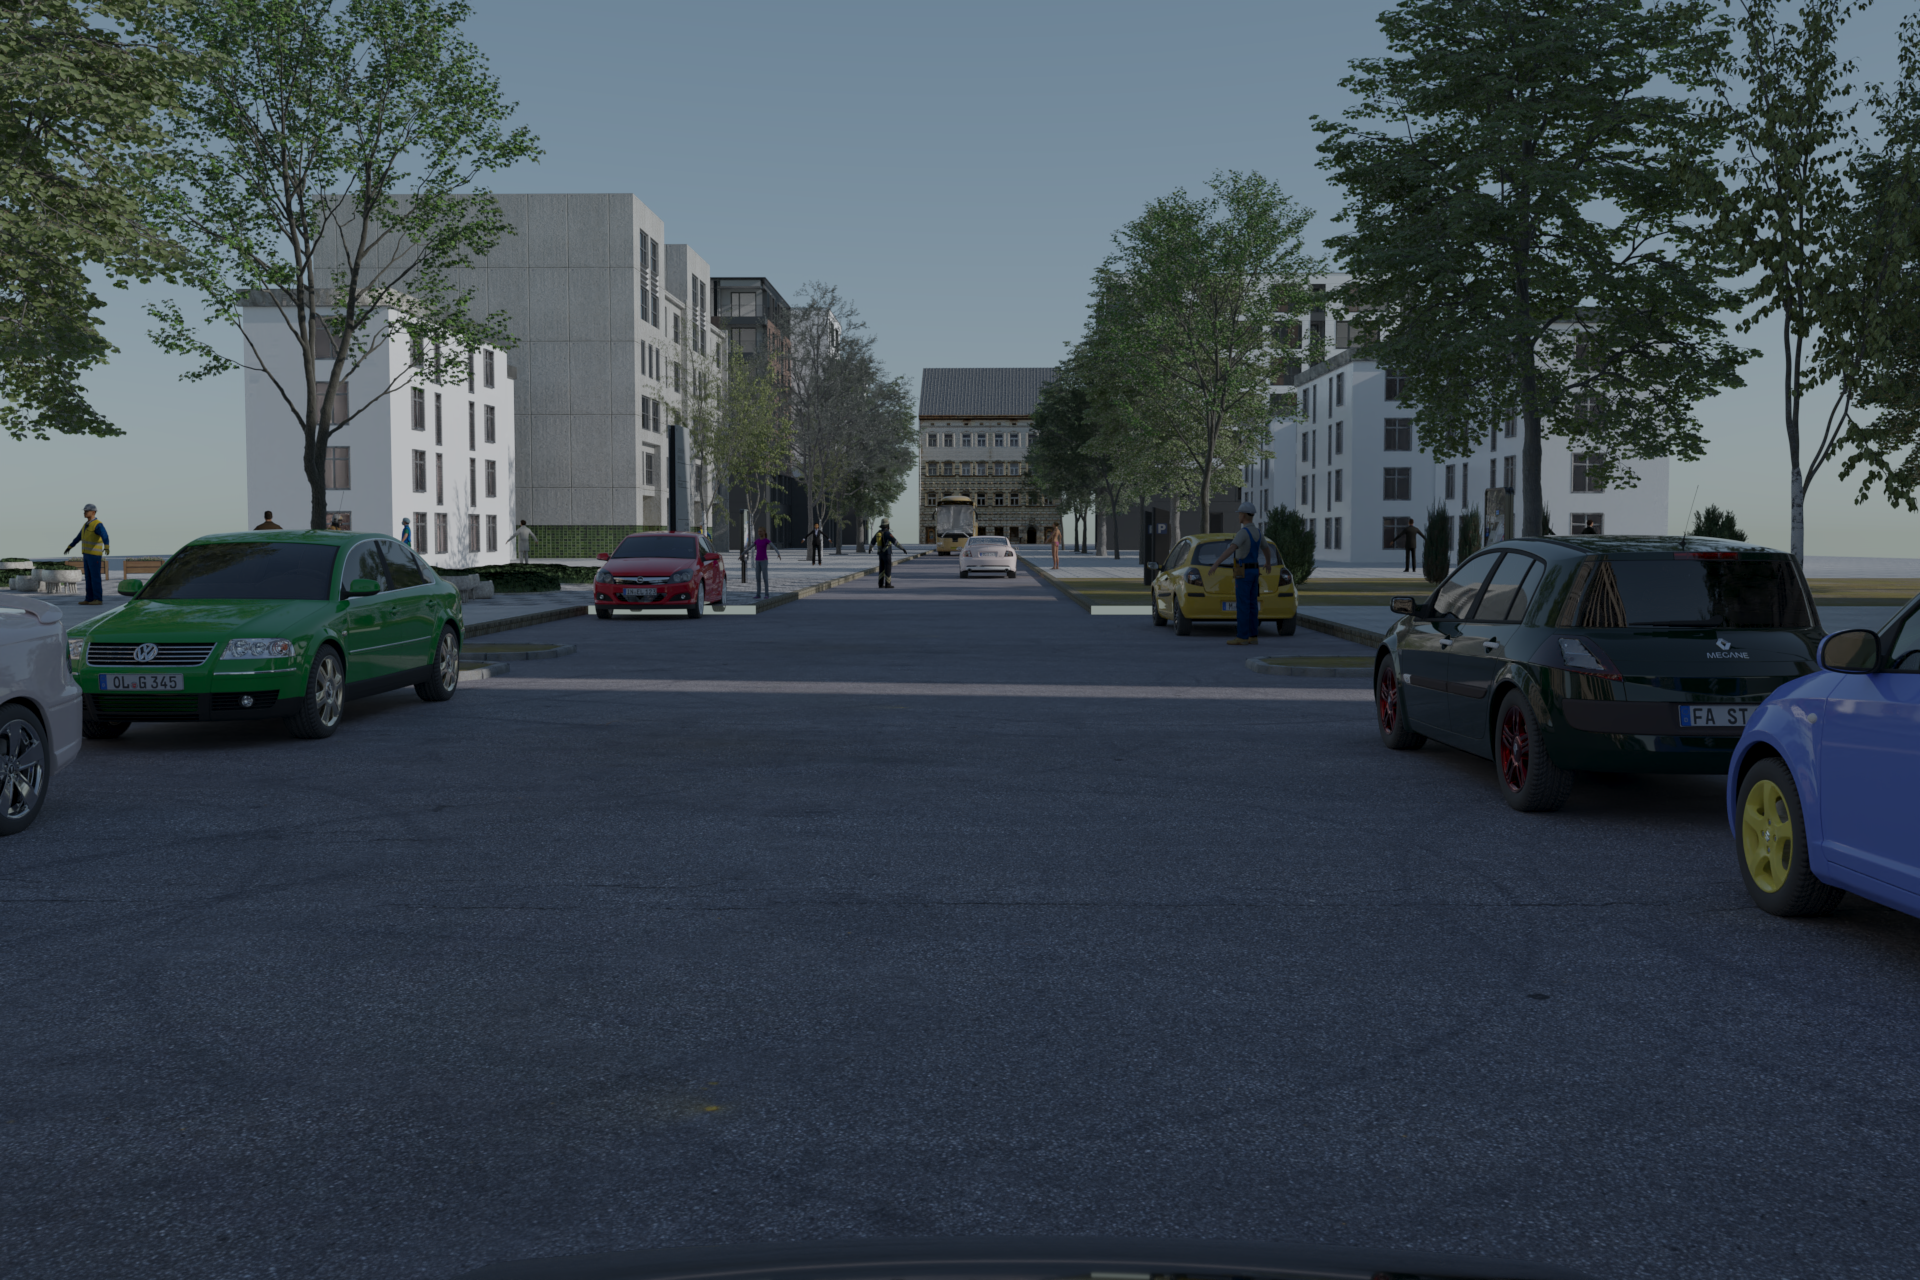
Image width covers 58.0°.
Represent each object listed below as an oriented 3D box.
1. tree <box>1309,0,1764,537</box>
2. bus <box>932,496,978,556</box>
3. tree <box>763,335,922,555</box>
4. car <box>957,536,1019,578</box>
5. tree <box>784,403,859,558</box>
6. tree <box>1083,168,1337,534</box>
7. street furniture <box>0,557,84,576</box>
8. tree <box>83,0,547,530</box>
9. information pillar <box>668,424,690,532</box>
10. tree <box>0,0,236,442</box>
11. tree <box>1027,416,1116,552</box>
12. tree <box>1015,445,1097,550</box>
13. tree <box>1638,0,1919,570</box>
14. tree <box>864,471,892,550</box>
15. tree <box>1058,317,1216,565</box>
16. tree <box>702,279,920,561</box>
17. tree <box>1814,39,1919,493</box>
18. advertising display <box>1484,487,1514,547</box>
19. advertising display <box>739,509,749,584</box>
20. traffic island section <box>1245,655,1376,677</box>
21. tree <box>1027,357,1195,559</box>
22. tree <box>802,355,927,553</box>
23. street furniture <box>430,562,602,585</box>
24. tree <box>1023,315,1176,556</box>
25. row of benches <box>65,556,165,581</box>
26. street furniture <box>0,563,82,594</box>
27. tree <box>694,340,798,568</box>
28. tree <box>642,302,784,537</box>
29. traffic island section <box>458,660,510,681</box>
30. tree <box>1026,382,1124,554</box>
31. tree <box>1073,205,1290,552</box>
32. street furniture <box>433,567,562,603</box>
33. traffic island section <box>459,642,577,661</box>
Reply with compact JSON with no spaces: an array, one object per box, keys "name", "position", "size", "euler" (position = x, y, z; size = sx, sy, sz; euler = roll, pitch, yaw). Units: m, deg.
[{"name":"tree","position":[9.519,-6.835,29.876],"size":[7.486,12.596,7.792],"euler":[0,3,0]},{"name":"bus","position":[-0.174,-7.574,115.386],"size":[2.896,3.916,12.252],"euler":[0,4,1]},{"name":"tree","position":[-7.467,-12.008,106.700],"size":[12.009,13.543,11.850],"euler":[0,3,0]},{"name":"car","position":[0.918,-2.753,57.376],"size":[2.083,1.381,4.827],"euler":[0,4,1]},{"name":"tree","position":[-7.458,-8.727,93.052],"size":[4.360,8.622,3.978],"euler":[0,3,0]},{"name":"tree","position":[7.124,-7.567,49.475],"size":[9.928,11.665,9.643],"euler":[0,3,0]},{"name":"street furniture","position":[-29.141,-2.177,51.227],"size":[5.734,0.657,10.072],"euler":[-1,4,-13]},{"name":"tree","position":[-10.973,-6.343,29.457],"size":[9.928,11.665,9.643],"euler":[0,3,0]},{"name":"information pillar","position":[-6.146,-2.853,37.963],"size":[0.184,3.620,1.656],"euler":[0,4,1]},{"name":"tree","position":[-11.922,-6.175,19.086],"size":[7.486,12.596,7.792],"euler":[0,3,0]},{"name":"tree","position":[8.518,-12.171,124.749],"size":[9.928,11.665,9.643],"euler":[0,3,0]},{"name":"tree","position":[7.785,-12.321,135.854],"size":[7.601,10.594,8.767],"euler":[0,4,4]},{"name":"tree","position":[9.754,-4.229,19.509],"size":[4.737,8.622,4.395],"euler":[0,3,0]},{"name":"tree","position":[-6.992,-11.196,133.418],"size":[4.360,8.622,3.978],"euler":[0,3,0]},{"name":"tree","position":[7.393,-8.438,72.378],"size":[7.601,10.594,8.767],"euler":[-3,5,-42]},{"name":"tree","position":[-7.054,-10.538,82.668],"size":[12.009,13.543,11.850],"euler":[0,3,0]},{"name":"tree","position":[24.279,-8.119,39.407],"size":[9.857,13.997,8.962],"euler":[0,3,0]},{"name":"advertising display","position":[7.465,-1.151,24.035],"size":[0.123,1.923,0.974],"euler":[0,4,1]},{"name":"advertising display","position":[-5.642,-2.451,45.295],"size":[0.123,1.923,0.974],"euler":[0,4,0]},{"name":"traffic island section","position":[4.069,0.279,18.306],"size":[1.991,0.108,1.994],"euler":[0,4,1]},{"name":"tree","position":[7.882,-9.364,87.515],"size":[8.767,10.594,7.601],"euler":[-1,4,-14]},{"name":"tree","position":[-6.902,-13.041,119.877],"size":[9.857,13.997,8.962],"euler":[0,3,0]},{"name":"street furniture","position":[-11.681,-1.941,47.368],"size":[10.072,0.657,5.734],"euler":[2,4,32]},{"name":"tree","position":[8.192,-11.876,100.833],"size":[9.857,13.997,8.962],"euler":[0,3,0]},{"name":"row of benches","position":[-22.903,-2.017,48.438],"size":[4.104,0.672,1.422],"euler":[-2,4,-25]},{"name":"street furniture","position":[-23.291,-1.455,39.410],"size":[5.734,0.657,10.072],"euler":[-2,4,-35]},{"name":"tree","position":[-7.893,-7.025,65.223],"size":[4.737,8.622,4.395],"euler":[0,3,0]},{"name":"tree","position":[-8.487,-6.451,55.832],"size":[4.360,8.622,3.978],"euler":[0,3,0]},{"name":"traffic island section","position":[-5.691,0.325,17.560],"size":[1.991,0.108,1.994],"euler":[0,4,2]},{"name":"tree","position":[8.078,-11.460,113.122],"size":[9.928,11.665,9.643],"euler":[0,3,0]},{"name":"tree","position":[7.593,-8.689,60.189],"size":[7.486,12.596,7.792],"euler":[0,3,0]},{"name":"street furniture","position":[-11.616,-1.252,36.091],"size":[5.734,0.657,10.072],"euler":[0,4,-1]},{"name":"traffic island section","position":[-5.649,0.144,20.517],"size":[1.991,0.108,1.994],"euler":[0,4,1]}]
